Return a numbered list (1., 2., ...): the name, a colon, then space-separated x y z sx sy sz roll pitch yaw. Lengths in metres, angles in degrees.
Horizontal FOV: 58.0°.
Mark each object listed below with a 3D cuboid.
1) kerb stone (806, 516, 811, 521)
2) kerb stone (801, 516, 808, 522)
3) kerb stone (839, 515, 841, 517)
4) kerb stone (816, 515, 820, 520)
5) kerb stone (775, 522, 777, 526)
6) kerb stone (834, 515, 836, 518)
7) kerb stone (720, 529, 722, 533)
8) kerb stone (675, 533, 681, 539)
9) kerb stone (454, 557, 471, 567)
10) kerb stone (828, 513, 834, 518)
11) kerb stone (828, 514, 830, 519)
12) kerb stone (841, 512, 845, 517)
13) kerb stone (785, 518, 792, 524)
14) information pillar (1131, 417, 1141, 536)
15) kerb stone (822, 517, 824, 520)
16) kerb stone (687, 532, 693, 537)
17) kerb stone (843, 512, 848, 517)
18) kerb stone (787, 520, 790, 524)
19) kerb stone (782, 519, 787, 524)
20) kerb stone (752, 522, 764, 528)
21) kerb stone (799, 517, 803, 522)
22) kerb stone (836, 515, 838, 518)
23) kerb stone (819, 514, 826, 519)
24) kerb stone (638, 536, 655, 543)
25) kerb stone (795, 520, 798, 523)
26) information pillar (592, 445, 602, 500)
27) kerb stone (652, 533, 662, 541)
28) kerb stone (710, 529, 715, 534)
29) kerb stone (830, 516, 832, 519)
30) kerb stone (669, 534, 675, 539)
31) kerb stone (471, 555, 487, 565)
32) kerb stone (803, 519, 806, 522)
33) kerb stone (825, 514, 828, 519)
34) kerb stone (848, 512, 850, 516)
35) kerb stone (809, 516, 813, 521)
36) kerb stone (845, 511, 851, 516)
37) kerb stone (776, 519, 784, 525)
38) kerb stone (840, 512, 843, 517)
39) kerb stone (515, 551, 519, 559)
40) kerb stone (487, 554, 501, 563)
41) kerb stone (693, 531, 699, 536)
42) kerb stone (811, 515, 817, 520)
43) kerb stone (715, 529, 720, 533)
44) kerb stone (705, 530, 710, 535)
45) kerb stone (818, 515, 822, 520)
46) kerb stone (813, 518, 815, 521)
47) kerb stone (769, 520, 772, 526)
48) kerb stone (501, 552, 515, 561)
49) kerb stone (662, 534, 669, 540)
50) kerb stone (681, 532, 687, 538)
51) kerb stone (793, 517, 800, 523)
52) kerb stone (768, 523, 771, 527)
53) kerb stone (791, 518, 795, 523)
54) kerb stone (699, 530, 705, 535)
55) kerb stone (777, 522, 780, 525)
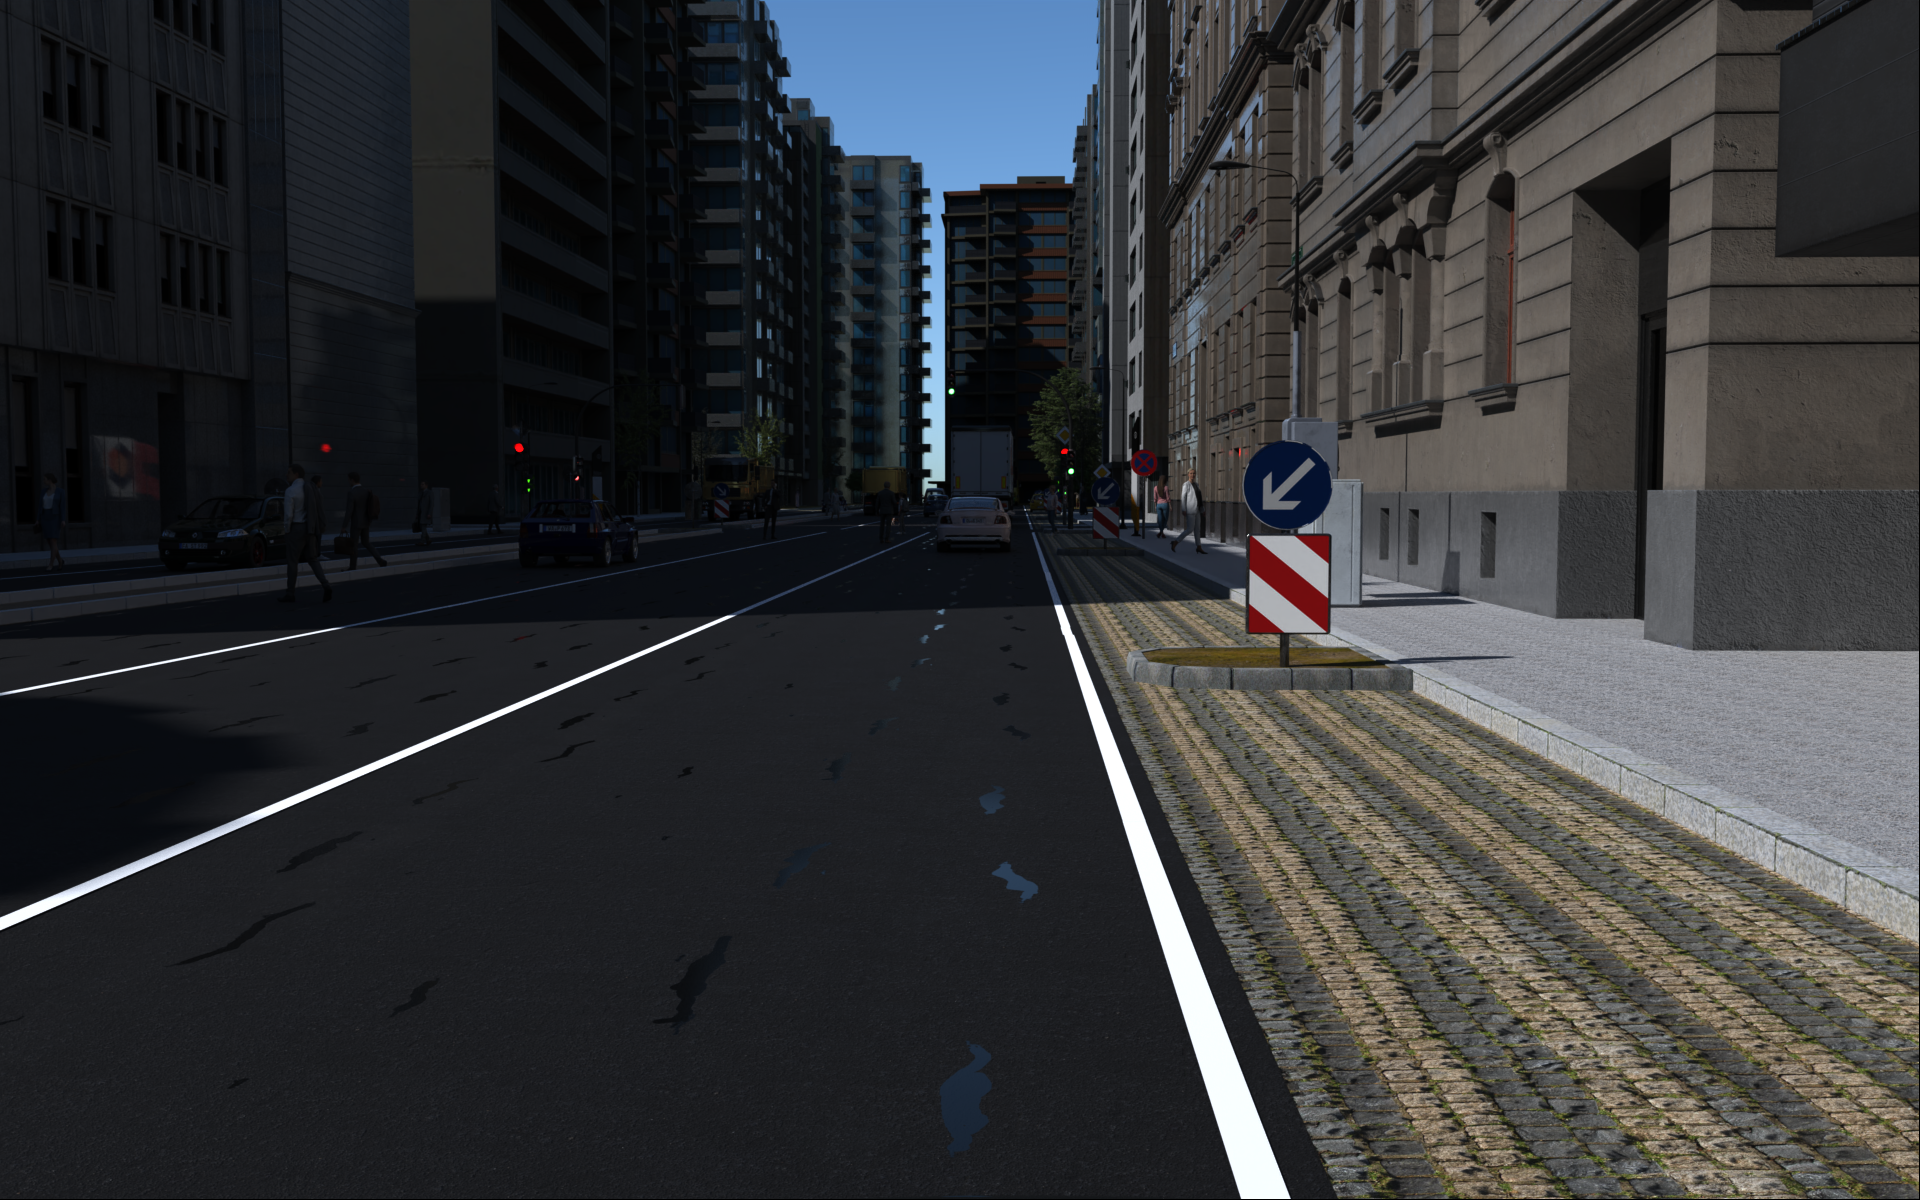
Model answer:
1. kerb stone: -8.035 -4.158 90.182 0.120 0.150 1.000 0 4 2
2. kerb stone: -8.075 -4.096 89.158 0.120 0.150 1.000 0 4 2
3. kerb stone: -7.503 -5.098 105.542 0.120 0.150 1.000 0 4 2
4. kerb stone: -7.888 -4.408 94.271 0.120 0.150 1.000 0 4 2
5. kerb stone: -8.463 -3.406 77.884 0.120 0.150 1.000 0 4 2
6. kerb stone: -7.604 -4.910 102.468 0.120 0.150 1.000 0 4 2
7. kerb stone: -8.943 -2.558 64.012 0.120 0.150 1.000 0 4 2
8. kerb stone: -9.222 -2.056 55.815 0.120 0.150 1.000 0 4 2
9. kerb stone: -9.965 -0.741 34.304 0.120 0.150 1.000 0 4 2
10. kerb stone: -7.646 -4.847 101.447 0.120 0.150 1.000 0 4 2
11. kerb stone: -7.715 -4.722 99.401 0.120 0.150 1.000 0 4 2
12. kerb stone: -7.429 -5.222 107.598 0.120 0.150 1.000 0 4 2
13. kerb stone: -8.282 -3.719 82.996 0.120 0.150 1.000 0 4 2
14. information pillar: 5.340 -3.749 52.650 0.183 3.616 0.504 -1 4 -15
15. kerb stone: -7.814 -4.531 96.320 0.120 0.150 1.000 0 4 2
16. kerb stone: -9.149 -2.177 57.858 0.120 0.150 1.000 0 4 2
17. kerb stone: -7.364 -5.349 109.655 0.120 0.150 1.000 0 4 2
18. kerb stone: -8.310 -3.656 81.974 0.120 0.150 1.000 0 4 2
19. kerb stone: -8.348 -3.592 80.953 0.120 0.150 1.000 0 4 2
20. kerb stone: -8.601 -3.154 73.790 0.120 0.150 1.000 0 4 2
21. kerb stone: -8.142 -3.970 87.107 0.120 0.150 1.000 0 4 2
22. kerb stone: -7.576 -4.966 103.490 0.120 0.150 1.000 0 4 2
23. kerb stone: -7.782 -4.597 97.351 0.120 0.150 1.000 0 4 2
24. kerb stone: -9.357 -1.804 51.720 0.120 0.150 1.000 0 4 2
25. kerb stone: -8.214 -3.844 85.046 0.120 0.150 1.000 0 4 2
26. information pillar: -17.270 -5.574 82.488 0.504 3.616 0.183 -3 4 -36
27. kerb stone: -9.329 -1.865 52.742 0.120 0.150 1.000 0 4 2
28. kerb stone: -9.002 -2.432 61.959 0.120 0.150 1.000 0 4 2
29. kerb stone: -7.683 -4.785 100.424 0.120 0.150 1.000 0 4 2
30. kerb stone: -9.258 -1.992 54.791 0.120 0.150 1.000 0 4 2
31. kerb stone: -9.920 -0.803 35.325 0.120 0.150 1.000 0 4 2
32. kerb stone: -8.104 -4.033 88.135 0.120 0.150 1.000 0 4 2
33. kerb stone: -7.755 -4.660 98.378 0.120 0.150 1.000 0 4 2
34. kerb stone: -7.321 -5.412 110.676 0.120 0.150 1.000 0 4 2
35. kerb stone: -7.995 -4.215 91.205 0.120 0.150 1.000 0 4 2
36. kerb stone: -7.292 -5.474 111.700 0.120 0.150 1.000 0 4 2
37. kerb stone: -8.387 -3.531 79.927 0.120 0.150 1.000 0 4 2
38. kerb stone: -7.466 -5.157 106.564 0.120 0.150 1.000 0 4 2
39. kerb stone: -9.818 -0.991 38.406 0.120 0.150 1.000 0 4 2
40. kerb stone: -9.889 -0.862 36.353 0.120 0.150 1.000 0 4 2
41. kerb stone: -9.111 -2.244 58.884 0.120 0.150 1.000 0 4 2
42. kerb stone: -7.929 -4.346 93.249 0.120 0.150 1.000 0 4 2
43. kerb stone: -8.976 -2.494 62.981 0.120 0.150 1.000 0 4 2
44. kerb stone: -9.048 -2.368 60.938 0.120 0.150 1.000 0 4 2
45. kerb stone: -7.851 -4.471 95.292 0.120 0.150 1.000 0 4 2
46. kerb stone: -7.966 -4.283 92.227 0.120 0.150 1.000 0 4 2
47. kerb stone: -8.495 -3.344 76.862 0.120 0.150 1.000 0 4 2
48. kerb stone: -9.856 -0.927 37.380 0.120 0.150 1.000 0 4 2
49. kerb stone: -9.288 -1.931 53.769 0.120 0.150 1.000 0 4 2
50. kerb stone: -9.187 -2.117 56.836 0.120 0.150 1.000 0 4 2
51. kerb stone: -8.178 -3.907 86.075 0.120 0.150 1.000 0 4 2
52. kerb stone: -8.527 -3.276 75.837 0.120 0.150 1.000 0 4 2
53. kerb stone: -8.246 -3.782 84.025 0.120 0.150 1.000 0 4 2
54. kerb stone: -9.076 -2.307 59.913 0.120 0.150 1.000 0 4 2
55. kerb stone: -8.428 -3.469 78.906 0.120 0.150 1.000 0 4 2
